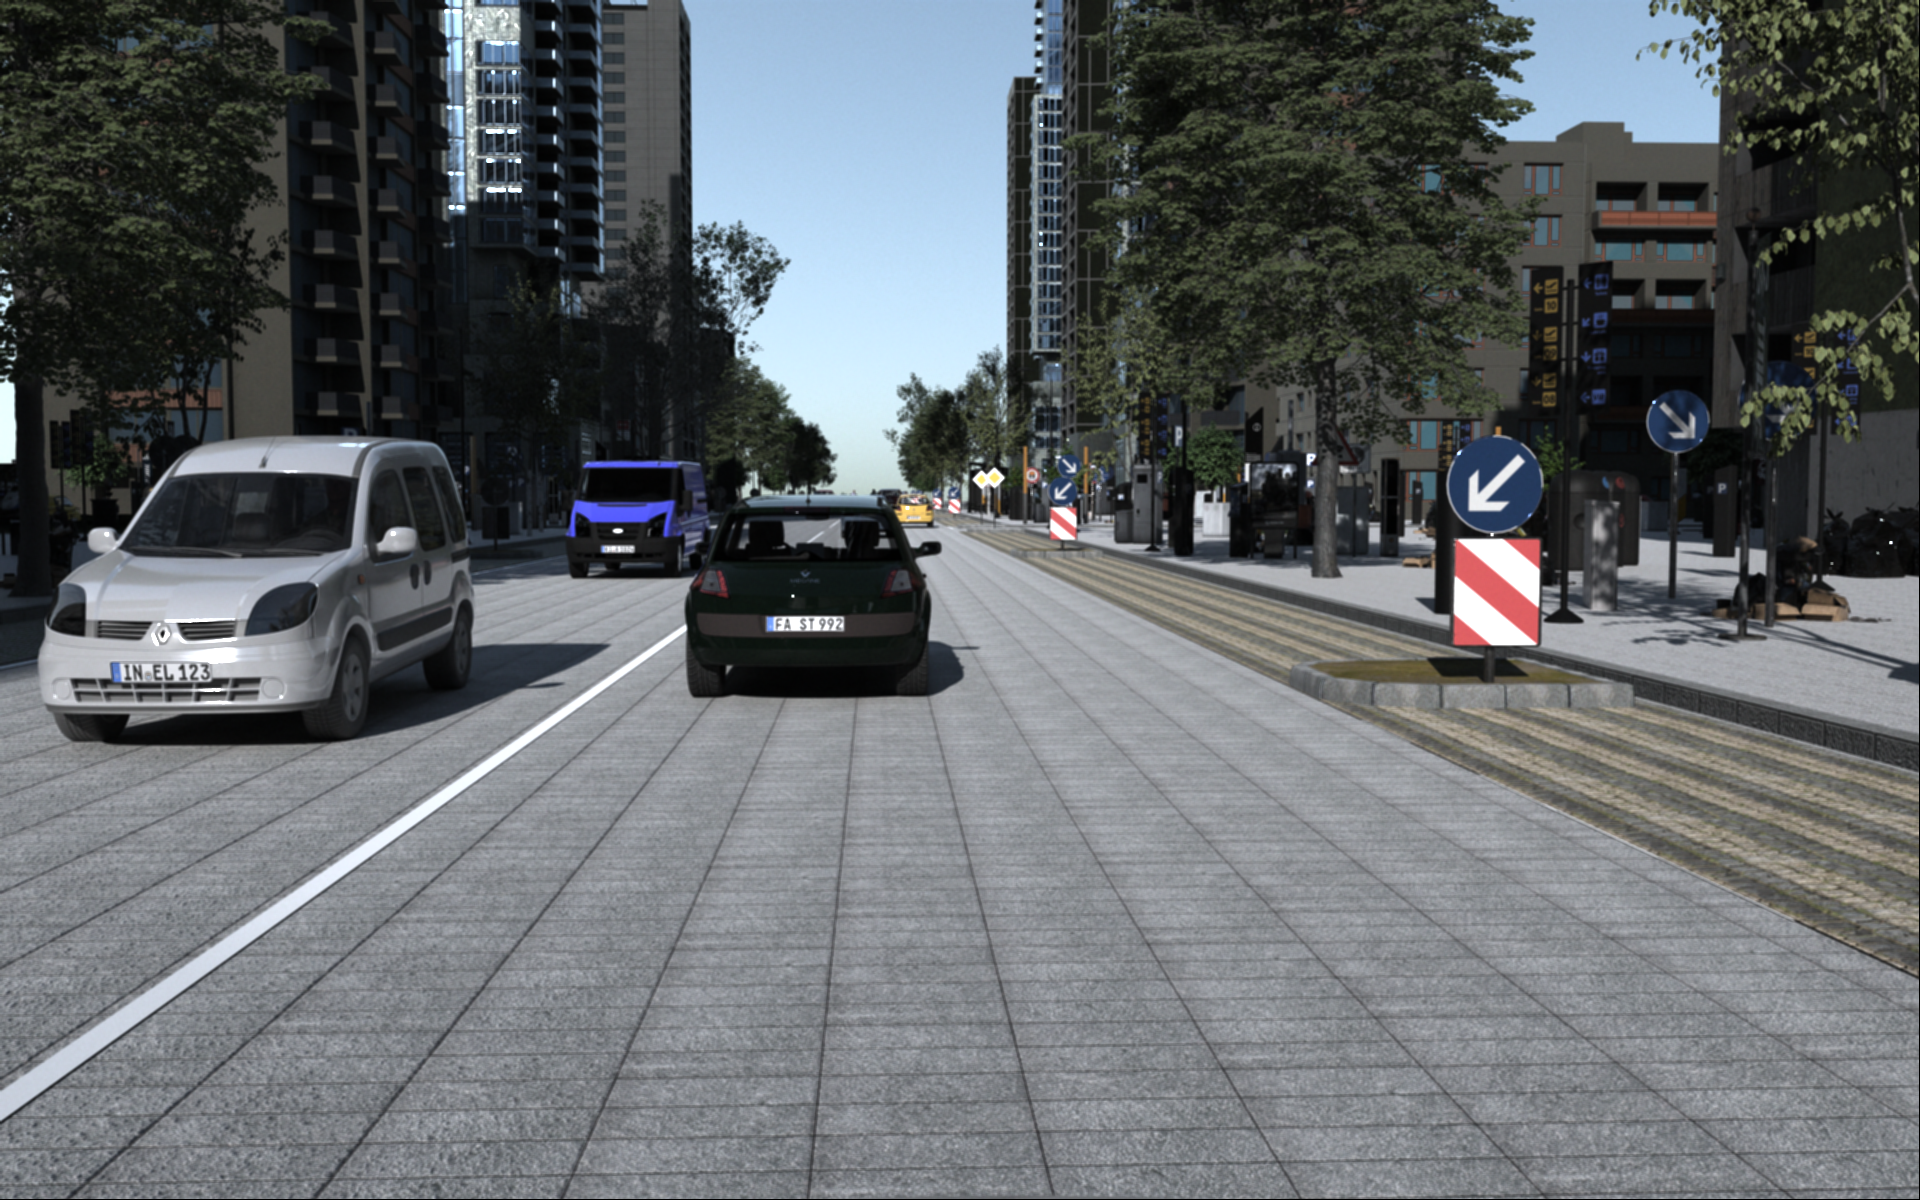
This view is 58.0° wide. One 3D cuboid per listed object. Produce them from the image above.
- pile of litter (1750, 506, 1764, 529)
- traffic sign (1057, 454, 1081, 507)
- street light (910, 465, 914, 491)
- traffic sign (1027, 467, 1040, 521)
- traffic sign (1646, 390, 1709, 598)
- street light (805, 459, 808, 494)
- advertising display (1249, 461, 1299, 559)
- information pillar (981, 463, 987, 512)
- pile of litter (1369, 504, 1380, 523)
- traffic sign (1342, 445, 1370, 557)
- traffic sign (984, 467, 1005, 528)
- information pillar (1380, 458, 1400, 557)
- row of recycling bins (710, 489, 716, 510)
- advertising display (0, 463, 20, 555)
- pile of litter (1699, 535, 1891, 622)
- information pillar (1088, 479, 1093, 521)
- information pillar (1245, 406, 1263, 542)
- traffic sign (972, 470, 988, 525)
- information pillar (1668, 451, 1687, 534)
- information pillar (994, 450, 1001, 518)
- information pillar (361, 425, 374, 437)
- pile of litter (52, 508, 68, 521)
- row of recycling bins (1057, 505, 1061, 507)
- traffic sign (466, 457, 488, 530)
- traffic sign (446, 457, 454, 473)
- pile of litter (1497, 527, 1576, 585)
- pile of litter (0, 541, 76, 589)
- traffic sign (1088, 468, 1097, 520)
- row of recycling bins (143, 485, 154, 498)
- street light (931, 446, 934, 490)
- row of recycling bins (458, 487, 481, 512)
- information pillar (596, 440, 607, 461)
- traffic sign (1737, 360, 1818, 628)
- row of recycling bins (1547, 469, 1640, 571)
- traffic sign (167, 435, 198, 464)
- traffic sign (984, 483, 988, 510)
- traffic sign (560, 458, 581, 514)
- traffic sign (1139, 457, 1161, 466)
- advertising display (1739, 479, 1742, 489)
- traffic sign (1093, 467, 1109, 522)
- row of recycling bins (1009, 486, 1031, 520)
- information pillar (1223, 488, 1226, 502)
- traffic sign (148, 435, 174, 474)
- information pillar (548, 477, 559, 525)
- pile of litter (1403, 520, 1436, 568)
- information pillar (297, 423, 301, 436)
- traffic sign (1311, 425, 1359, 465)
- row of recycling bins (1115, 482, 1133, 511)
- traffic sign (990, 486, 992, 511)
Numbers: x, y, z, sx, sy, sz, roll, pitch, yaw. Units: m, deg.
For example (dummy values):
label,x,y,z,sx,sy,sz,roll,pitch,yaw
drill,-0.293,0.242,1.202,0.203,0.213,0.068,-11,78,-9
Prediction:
label,x,y,z,sx,sy,sz,roll,pitch,yaw
pile of litter,29.718,-3.109,64.796,1.719,0.858,1.176,2,4,31
traffic sign,3.473,-3.365,55.127,0.768,2.556,0.104,0,4,-1
street light,-6.161,-17.027,250.933,1.470,5.913,1.316,0,4,-3
traffic sign,3.411,-5.023,82.225,0.768,2.556,0.104,0,4,-1
traffic sign,8.772,-1.294,21.260,0.768,2.556,0.104,0,4,0
street light,-21.123,-15.867,231.958,1.470,5.913,1.316,0,4,-3
advertising display,6.236,-1.786,34.419,0.974,1.923,0.123,1,4,12
information pillar,1.786,-8.238,126.048,0.504,3.616,0.183,-2,4,-32
pile of litter,18.747,-3.946,78.479,1.176,0.858,1.719,-1,4,-19
traffic sign,7.985,-2.012,35.031,0.606,2.300,0.079,0,4,0
traffic sign,1.283,-3.723,64.515,0.795,2.450,0.064,0,4,-3
information pillar,8.825,-1.900,35.562,0.304,2.012,0.304,0,4,-4
row of recycling bins,-20.232,-8.110,139.712,3.534,1.692,1.069,-1,4,-22
advertising display,-19.801,-1.907,36.400,0.974,1.923,0.123,1,4,19
pile of litter,8.584,-0.234,17.791,1.719,0.858,1.176,3,5,43
information pillar,6.066,-4.696,81.264,0.304,2.012,0.304,0,4,7
information pillar,7.891,-3.369,46.441,0.504,3.616,0.183,2,4,30
traffic sign,0.903,-4.211,72.491,0.795,2.450,0.064,0,4,-3
information pillar,22.970,-3.916,55.380,0.504,3.616,0.183,0,4,3
information pillar,1.998,-6.210,92.894,0.183,3.616,0.504,3,4,38
information pillar,-20.263,-4.158,59.345,0.504,3.616,0.183,-3,5,-42
pile of litter,-26.878,-2.281,51.253,1.176,0.858,1.719,2,4,28
row of recycling bins,6.246,-6.194,108.392,3.534,1.692,1.069,0,4,7
traffic sign,-17.059,-3.756,61.410,0.884,2.594,0.081,0,4,2
traffic sign,-17.417,-3.558,58.284,0.768,2.556,0.104,0,4,6
pile of litter,7.870,-0.660,24.764,1.719,0.858,1.176,2,4,31
pile of litter,-12.596,-0.603,23.827,1.719,0.858,1.176,2,4,32
traffic sign,6.477,-5.155,84.383,0.768,2.556,0.104,0,4,-2
row of recycling bins,-36.949,-4.595,82.238,3.534,1.692,1.069,0,4,-5
street light,-2.252,-11.980,168.409,1.470,5.913,1.316,0,4,-3
row of recycling bins,-29.551,-5.958,104.523,3.534,1.692,1.069,-2,4,-28
information pillar,-15.556,-5.122,75.098,0.504,3.616,0.183,1,4,9
traffic sign,7.789,-1.008,16.595,0.768,2.556,0.104,0,4,0
row of recycling bins,11.054,-1.415,30.248,1.069,1.692,3.534,2,4,34
traffic sign,-16.618,-2.266,37.155,0.768,2.556,0.104,0,4,-1
traffic sign,1.802,-7.595,124.185,0.884,2.594,0.081,0,4,5
traffic sign,-14.071,-3.842,62.825,0.884,2.594,0.081,0,4,-2
traffic sign,6.253,-3.489,57.150,0.768,2.556,0.104,0,4,5
advertising display,34.183,-4.348,76.295,0.123,1.923,0.974,0,4,-8
traffic sign,6.506,-4.902,80.249,0.768,2.556,0.104,0,4,3
row of recycling bins,2.963,-4.828,86.056,1.069,1.692,3.534,0,4,-4
information pillar,12.889,-5.690,84.380,0.183,3.616,0.504,1,4,11
traffic sign,-17.145,-2.278,37.355,0.768,2.556,0.104,0,4,7
information pillar,-17.112,-4.185,72.911,0.304,2.012,0.304,2,4,30
pile of litter,8.335,-0.997,30.261,1.176,0.858,1.719,0,4,8
information pillar,-21.825,-4.031,57.268,0.183,3.616,0.504,-2,4,-26
traffic sign,6.944,-1.965,32.124,0.884,2.594,0.081,0,4,1
row of recycling bins,5.971,-3.278,60.715,1.069,1.692,3.534,0,4,8
traffic sign,2.215,-7.614,124.591,0.768,2.556,0.104,0,4,-1
